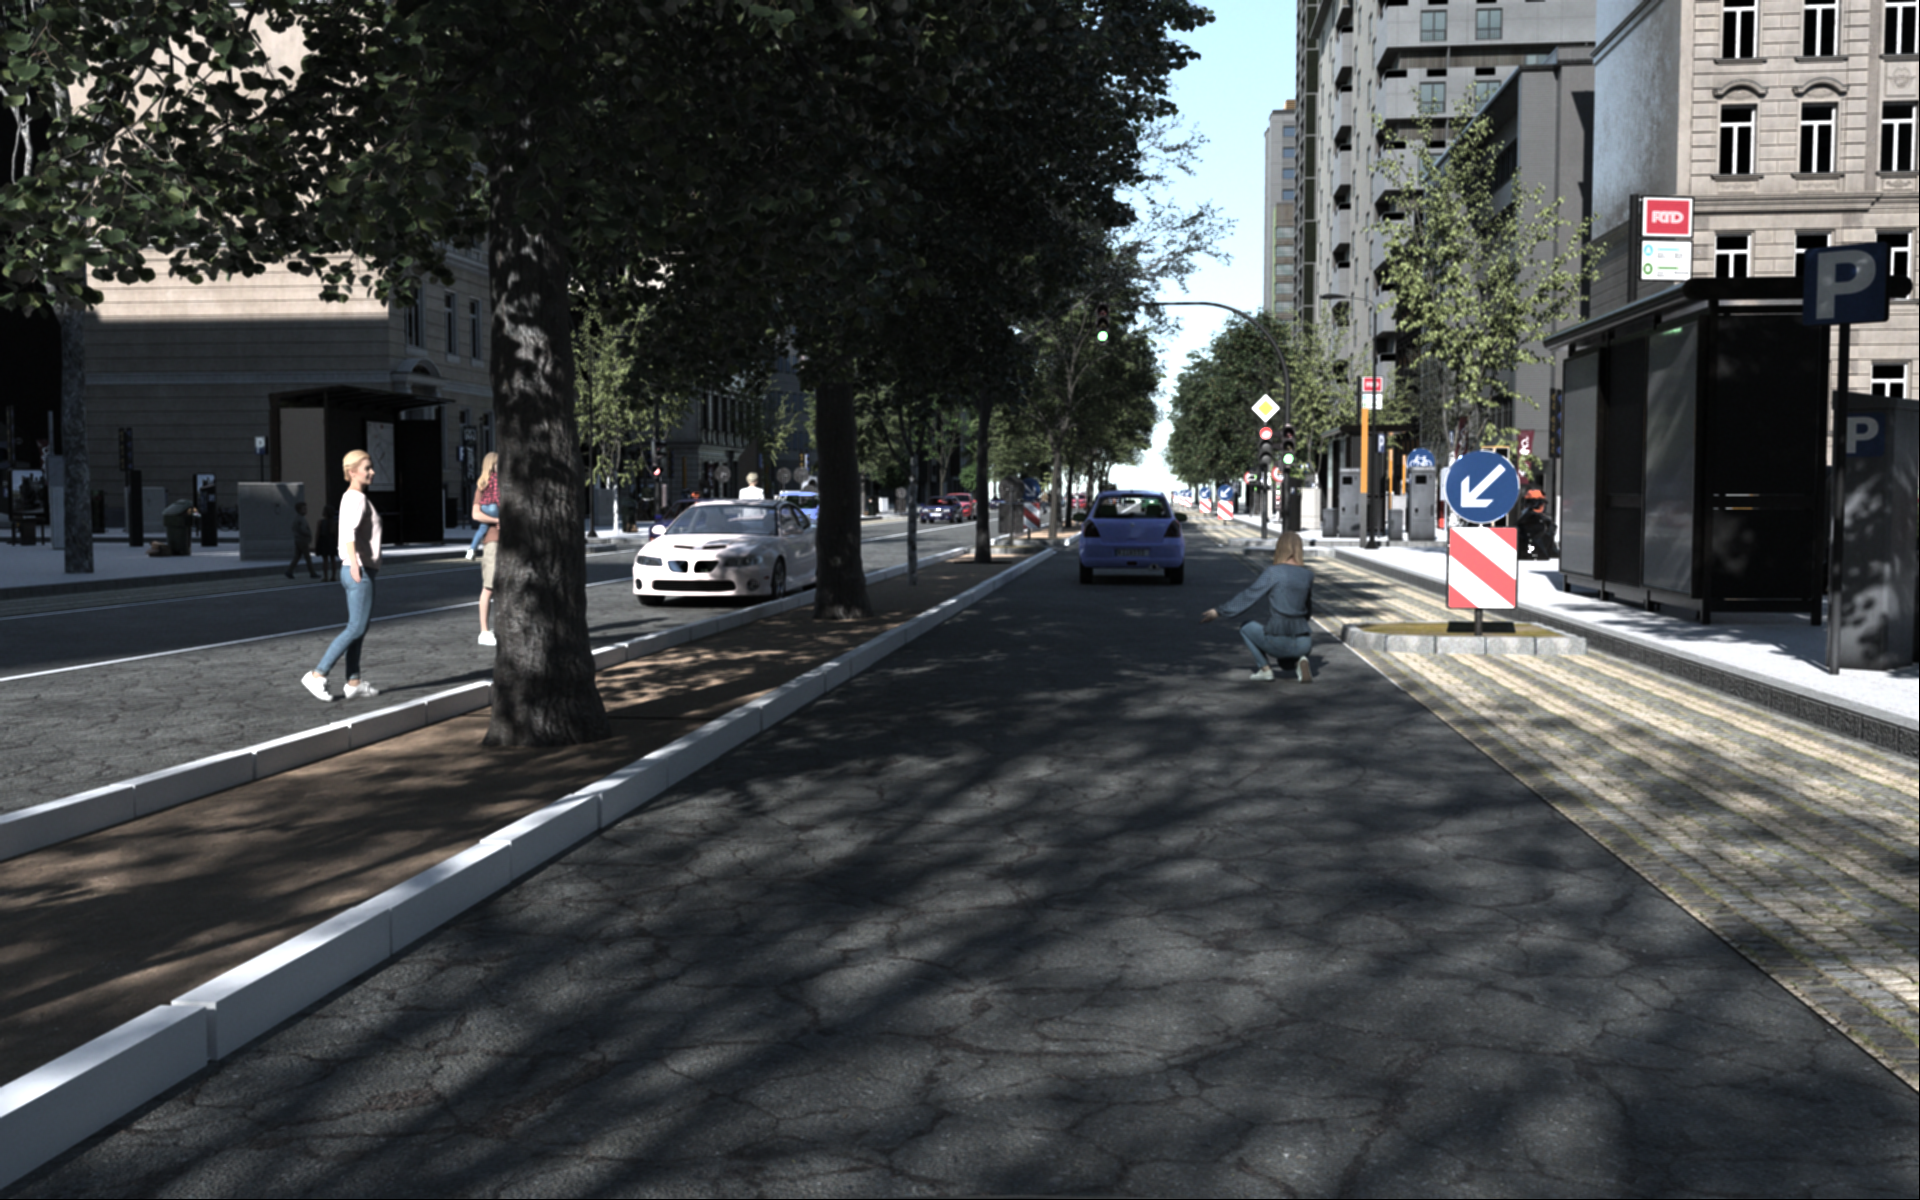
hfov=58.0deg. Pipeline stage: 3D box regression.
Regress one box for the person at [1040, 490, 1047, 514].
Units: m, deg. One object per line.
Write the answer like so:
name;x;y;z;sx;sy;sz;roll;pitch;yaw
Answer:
person;5.998;-7.068;123.972;0.656;1.842;0.836;2;4;26

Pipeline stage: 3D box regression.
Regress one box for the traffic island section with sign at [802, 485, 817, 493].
traffic island section with sign;-6.398;-3.944;73.107;1.989;1.847;2.006;0;4;6

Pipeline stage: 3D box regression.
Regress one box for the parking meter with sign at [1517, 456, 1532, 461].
parking meter with sign;22.368;-4.479;69.485;0.543;3.016;1.738;2;4;35

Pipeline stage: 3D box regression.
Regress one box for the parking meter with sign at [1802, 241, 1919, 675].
parking meter with sign;6.801;-1.012;12.803;1.738;3.016;0.543;-3;5;-45

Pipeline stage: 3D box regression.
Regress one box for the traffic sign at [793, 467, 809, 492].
traffic sign;-7.403;-4.924;80.615;0.768;2.556;0.104;0;4;8

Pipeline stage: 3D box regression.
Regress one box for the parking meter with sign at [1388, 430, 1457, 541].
parking meter with sign;12.655;-3.134;47.494;1.738;3.016;0.543;0;4;4

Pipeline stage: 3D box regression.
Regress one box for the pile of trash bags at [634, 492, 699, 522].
pile of trash bags;-13.760;-4.377;81.312;3.447;1.369;1.912;0;4;-8

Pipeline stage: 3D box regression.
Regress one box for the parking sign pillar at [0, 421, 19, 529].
parking sign pillar;-34.941;-4.605;63.771;1.447;3.967;1.447;1;4;19

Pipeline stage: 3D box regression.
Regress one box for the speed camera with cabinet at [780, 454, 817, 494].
speed camera with cabinet;-7.968;-5.577;85.516;0.660;3.252;2.038;3;5;41

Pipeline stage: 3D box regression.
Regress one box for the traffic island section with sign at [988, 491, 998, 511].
traffic island section with sign;2.230;-8.664;150.289;1.989;1.847;2.006;0;4;6

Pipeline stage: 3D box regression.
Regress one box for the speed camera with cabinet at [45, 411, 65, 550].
speed camera with cabinet;-21.137;-2.841;40.786;0.660;3.252;2.038;-2;4;-29

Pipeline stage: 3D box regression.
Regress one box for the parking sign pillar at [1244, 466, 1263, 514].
parking sign pillar;19.446;-7.684;114.100;1.447;3.967;1.447;-2;4;-34

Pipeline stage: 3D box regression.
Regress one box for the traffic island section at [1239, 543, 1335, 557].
traffic island section;7.722;-1.142;40.957;2.009;0.180;2.903;0;4;6

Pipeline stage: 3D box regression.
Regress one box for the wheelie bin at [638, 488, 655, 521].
wheelie bin;-15.014;-4.616;83.386;0.980;1.594;0.693;0;4;-1

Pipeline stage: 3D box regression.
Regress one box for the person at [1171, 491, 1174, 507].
person;22.966;-10.871;186.944;0.721;1.736;1.217;1;4;11

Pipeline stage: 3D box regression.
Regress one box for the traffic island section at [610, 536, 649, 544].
traffic island section;-8.874;-1.747;50.843;2.009;0.180;2.903;0;4;6

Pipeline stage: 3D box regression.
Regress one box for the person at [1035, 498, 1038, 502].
person;6.641;-8.555;151.632;0.557;1.426;1.065;1;4;17

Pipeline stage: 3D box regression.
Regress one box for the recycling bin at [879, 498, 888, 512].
recycling bin;-5.544;-6.713;122.316;0.722;1.027;0.722;3;5;43

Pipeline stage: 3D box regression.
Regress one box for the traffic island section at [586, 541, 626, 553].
traffic island section;-9.760;-1.262;42.908;2.009;0.180;2.903;0;4;6

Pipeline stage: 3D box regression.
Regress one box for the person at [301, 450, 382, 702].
person;-4.294;-0.177;12.071;0.598;1.740;0.731;-3;4;-38

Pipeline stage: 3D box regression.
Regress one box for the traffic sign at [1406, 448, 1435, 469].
traffic sign;12.740;-2.927;47.971;0.768;2.556;0.104;0;4;8

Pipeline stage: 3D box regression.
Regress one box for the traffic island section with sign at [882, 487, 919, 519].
traffic island section with sign;-3.408;-5.582;99.897;1.989;1.847;2.006;0;4;6

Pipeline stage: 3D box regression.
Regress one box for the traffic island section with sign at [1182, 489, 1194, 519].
traffic island section with sign;13.816;-5.495;98.479;1.989;1.847;2.006;0;4;6

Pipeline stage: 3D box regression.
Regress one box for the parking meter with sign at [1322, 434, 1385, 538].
parking meter with sign;11.478;-3.328;50.671;1.738;3.016;0.543;2;4;35

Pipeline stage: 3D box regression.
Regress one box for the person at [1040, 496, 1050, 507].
person;9.306;-11.044;189.772;1.217;1.736;0.721;-2;4;-30

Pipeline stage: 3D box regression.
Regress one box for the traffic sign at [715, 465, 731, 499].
traffic sign;-10.503;-4.677;76.582;0.768;2.556;0.104;1;4;14

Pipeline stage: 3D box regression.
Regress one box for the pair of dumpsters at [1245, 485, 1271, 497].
pair of dumpsters;20.455;-7.109;118.729;1.574;2.255;4.437;0;4;7

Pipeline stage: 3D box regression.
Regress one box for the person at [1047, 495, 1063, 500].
person;7.678;-8.030;139.819;1.348;1.821;0.705;0;4;6

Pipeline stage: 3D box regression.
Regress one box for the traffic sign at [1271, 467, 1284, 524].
traffic sign;13.839;-4.573;74.880;0.768;2.556;0.104;1;4;13

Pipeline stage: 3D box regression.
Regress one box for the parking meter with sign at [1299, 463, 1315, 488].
parking meter with sign;19.318;-6.058;95.309;0.543;3.016;1.738;-1;4;-16

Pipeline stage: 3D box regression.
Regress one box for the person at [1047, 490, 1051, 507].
person;9.954;-11.200;191.254;1.348;1.869;0.705;-1;4;-12

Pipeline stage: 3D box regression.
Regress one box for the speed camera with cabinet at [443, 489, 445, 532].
speed camera with cabinet;-17.883;-3.836;57.052;0.660;3.252;2.038;2;4;24

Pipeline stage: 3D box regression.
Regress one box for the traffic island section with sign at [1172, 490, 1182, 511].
traffic island section with sign;19.332;-8.513;147.809;1.989;1.847;2.006;0;4;6

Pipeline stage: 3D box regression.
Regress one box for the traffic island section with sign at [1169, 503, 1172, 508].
traffic island section with sign;22.325;-10.153;174.625;1.989;1.847;2.006;0;4;6

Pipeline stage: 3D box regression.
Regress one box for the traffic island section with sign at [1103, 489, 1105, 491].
traffic island section with sign;10.348;-7.084;123.963;2.006;1.907;1.989;0;4;6

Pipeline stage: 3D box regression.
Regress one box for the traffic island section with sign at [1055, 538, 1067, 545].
traffic island section with sign;2.018;-2.517;49.286;2.006;1.907;1.989;0;4;6

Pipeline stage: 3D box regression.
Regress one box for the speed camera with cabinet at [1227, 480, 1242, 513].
speed camera with cabinet;18.522;-7.494;116.866;0.660;3.252;2.038;1;4;21

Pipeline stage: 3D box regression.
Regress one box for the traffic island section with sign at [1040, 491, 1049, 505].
traffic island section with sign;11.336;-13.647;231.750;1.989;1.847;2.006;0;4;6

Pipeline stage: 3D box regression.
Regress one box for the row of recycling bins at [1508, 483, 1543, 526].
row of recycling bins;20.116;-3.427;63.148;3.534;1.692;1.069;-3;5;-40

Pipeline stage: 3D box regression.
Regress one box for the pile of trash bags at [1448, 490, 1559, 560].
pile of trash bags;11.238;-1.542;34.961;1.912;1.369;3.447;2;4;31

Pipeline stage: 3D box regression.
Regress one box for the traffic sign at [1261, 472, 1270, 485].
traffic sign;14.087;-4.778;80.253;0.606;2.300;0.079;1;4;11

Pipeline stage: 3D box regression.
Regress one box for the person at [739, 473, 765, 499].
person;-3.930;-1.507;33.013;0.514;1.842;0.818;-2;4;-24

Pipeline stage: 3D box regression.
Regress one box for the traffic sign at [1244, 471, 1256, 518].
traffic sign;15.845;-5.763;94.333;0.768;2.556;0.104;1;4;15

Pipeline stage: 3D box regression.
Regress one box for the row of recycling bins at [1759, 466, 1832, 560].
row of recycling bins;12.697;-1.131;25.613;1.069;1.692;3.534;0;4;8

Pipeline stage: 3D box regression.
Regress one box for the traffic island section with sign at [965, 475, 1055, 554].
traffic island section with sign;1.186;-2.067;41.925;2.006;1.907;1.989;0;4;6

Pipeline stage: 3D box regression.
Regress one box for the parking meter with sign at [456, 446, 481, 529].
parking meter with sign;-17.350;-4.067;62.764;1.738;3.016;0.543;2;4;24

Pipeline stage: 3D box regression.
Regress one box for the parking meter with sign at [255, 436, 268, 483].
parking meter with sign;-20.663;-3.480;53.156;0.543;3.016;1.738;2;4;35

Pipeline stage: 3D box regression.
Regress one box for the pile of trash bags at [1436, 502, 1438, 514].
pile of trash bags;23.311;-4.587;84.751;3.447;1.369;1.912;0;4;-7

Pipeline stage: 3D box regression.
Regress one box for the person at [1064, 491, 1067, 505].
person;14.175;-13.543;229.798;0.709;1.838;0.599;0;4;5

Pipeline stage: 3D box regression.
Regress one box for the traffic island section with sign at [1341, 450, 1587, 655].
traffic island section with sign;4.663;-0.471;16.335;1.989;1.847;2.006;0;4;6

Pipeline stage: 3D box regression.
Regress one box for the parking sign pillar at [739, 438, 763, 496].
parking sign pillar;-10.072;-5.804;83.366;1.447;3.967;1.447;3;5;44

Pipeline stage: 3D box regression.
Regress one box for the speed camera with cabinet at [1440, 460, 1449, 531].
speed camera with cabinet;17.322;-3.948;58.882;0.660;3.252;2.038;-2;4;-35

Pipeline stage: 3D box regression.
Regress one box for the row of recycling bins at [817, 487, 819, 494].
row of recycling bins;-7.599;-5.580;98.352;1.069;1.692;3.534;-2;4;-28

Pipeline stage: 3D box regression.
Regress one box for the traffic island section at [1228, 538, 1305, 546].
traffic island section;8.608;-1.628;48.893;2.009;0.180;2.903;0;4;6

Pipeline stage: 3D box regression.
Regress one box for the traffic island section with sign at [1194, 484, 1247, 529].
traffic island section with sign;10.807;-3.844;71.482;1.989;1.847;2.006;0;4;6

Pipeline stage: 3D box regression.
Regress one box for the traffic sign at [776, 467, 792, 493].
traffic sign;-8.441;-5.066;82.940;0.768;2.556;0.104;1;4;15

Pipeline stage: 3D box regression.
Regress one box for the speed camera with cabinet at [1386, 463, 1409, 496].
speed camera with cabinet;26.473;-6.799;105.495;2.038;3.252;0.660;1;4;12
